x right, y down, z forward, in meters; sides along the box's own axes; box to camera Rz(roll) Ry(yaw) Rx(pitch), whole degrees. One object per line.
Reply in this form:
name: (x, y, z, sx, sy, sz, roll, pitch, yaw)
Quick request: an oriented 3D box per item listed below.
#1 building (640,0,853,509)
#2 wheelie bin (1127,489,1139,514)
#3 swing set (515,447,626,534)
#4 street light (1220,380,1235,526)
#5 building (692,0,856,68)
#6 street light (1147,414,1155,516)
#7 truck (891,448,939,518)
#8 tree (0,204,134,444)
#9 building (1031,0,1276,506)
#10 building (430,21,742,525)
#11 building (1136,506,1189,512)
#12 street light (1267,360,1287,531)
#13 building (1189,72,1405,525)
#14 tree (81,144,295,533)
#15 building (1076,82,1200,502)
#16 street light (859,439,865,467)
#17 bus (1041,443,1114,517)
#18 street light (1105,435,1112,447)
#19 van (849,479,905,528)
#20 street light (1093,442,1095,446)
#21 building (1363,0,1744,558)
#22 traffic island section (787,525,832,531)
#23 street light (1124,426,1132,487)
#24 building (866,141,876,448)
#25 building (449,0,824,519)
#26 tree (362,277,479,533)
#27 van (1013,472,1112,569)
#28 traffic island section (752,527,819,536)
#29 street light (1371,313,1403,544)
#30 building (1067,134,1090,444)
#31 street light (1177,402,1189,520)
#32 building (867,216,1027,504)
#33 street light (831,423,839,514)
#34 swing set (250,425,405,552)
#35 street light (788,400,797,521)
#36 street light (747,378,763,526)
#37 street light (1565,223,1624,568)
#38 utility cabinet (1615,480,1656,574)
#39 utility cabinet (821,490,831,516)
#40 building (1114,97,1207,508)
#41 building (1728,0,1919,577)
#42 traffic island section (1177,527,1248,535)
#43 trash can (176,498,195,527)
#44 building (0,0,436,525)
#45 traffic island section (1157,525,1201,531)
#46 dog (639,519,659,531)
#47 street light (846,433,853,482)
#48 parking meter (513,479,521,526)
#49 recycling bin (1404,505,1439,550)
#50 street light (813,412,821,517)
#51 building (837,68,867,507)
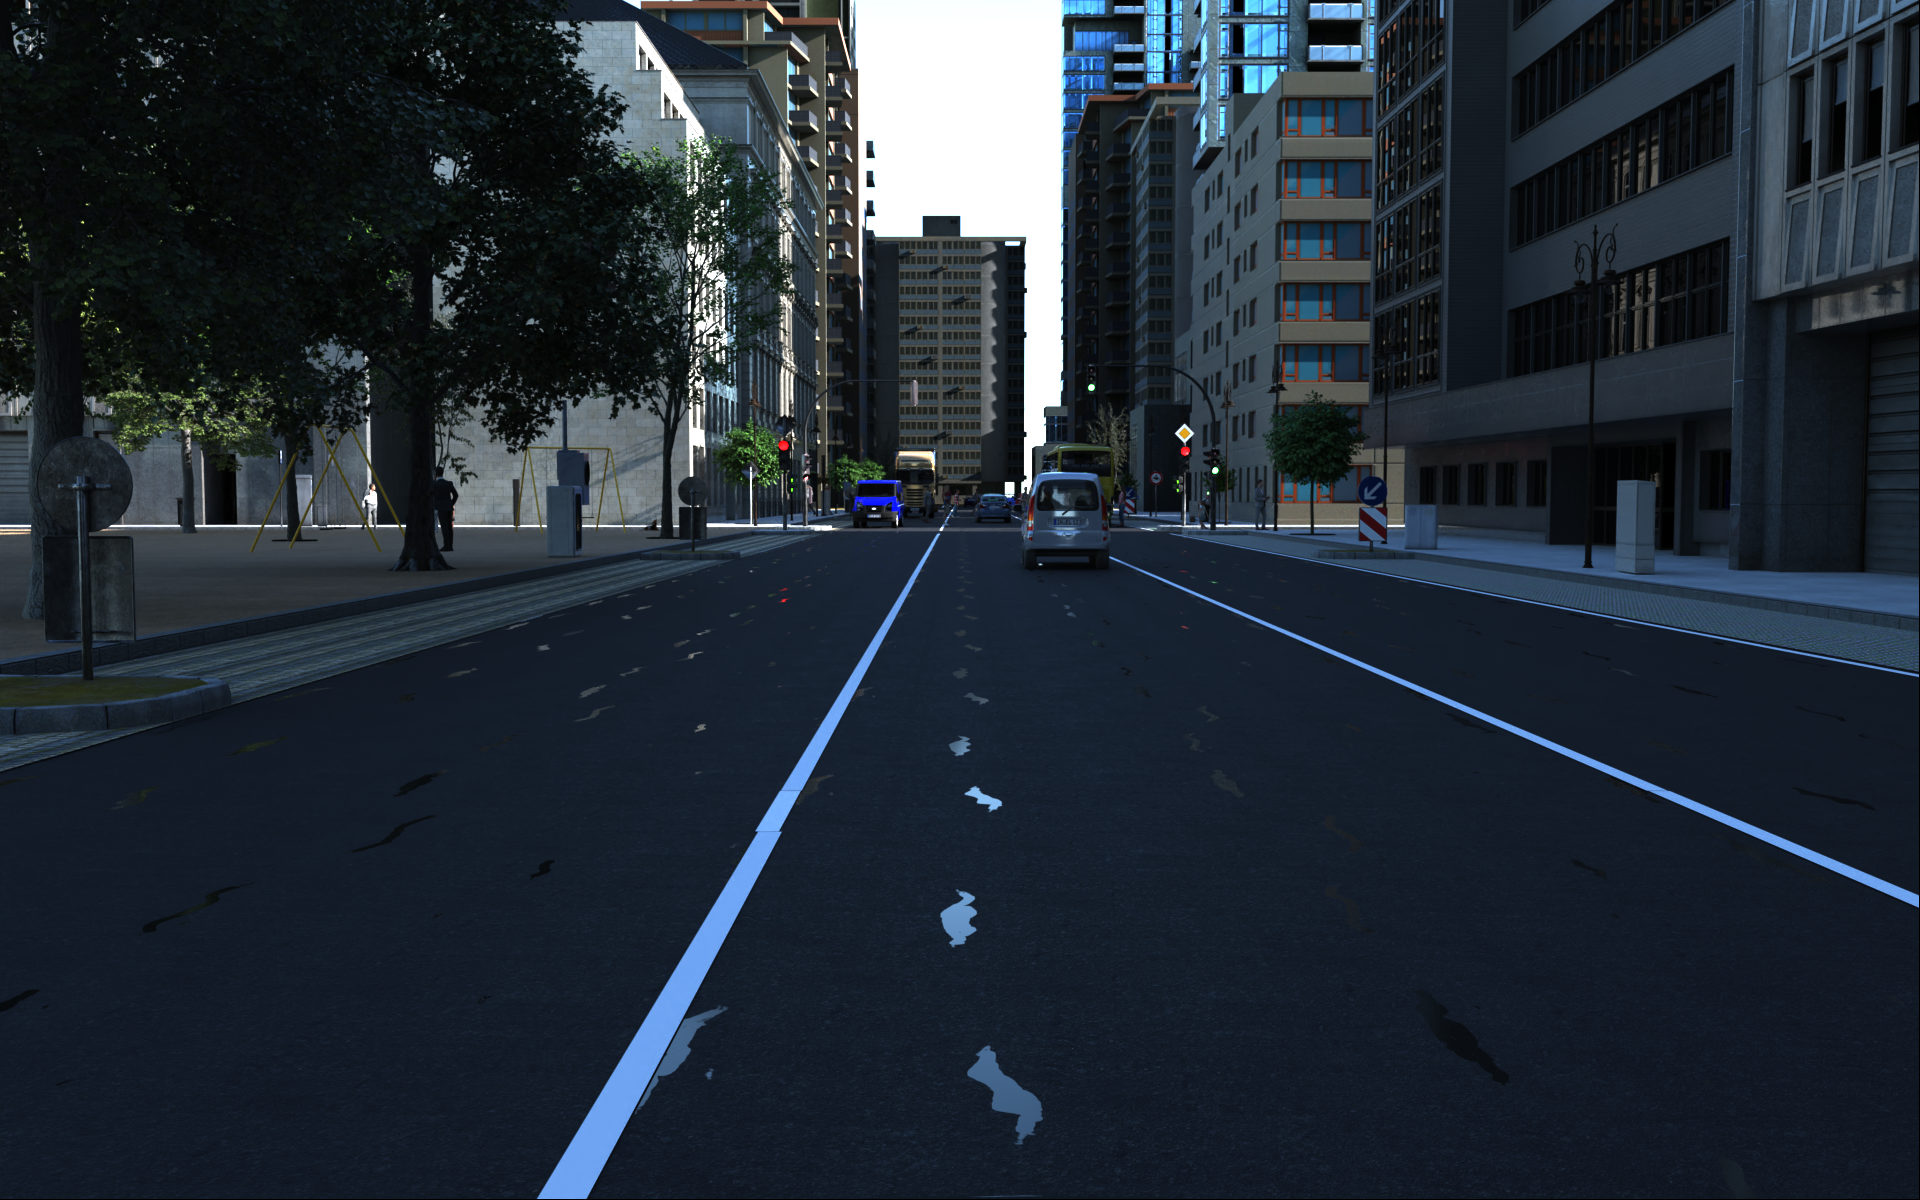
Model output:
building: (-21.349, -30.793, 158.096, 22.147, 44.769, 28.867, 0, 3, 0)
wheelie bin: (10.889, -6.249, 110.087, 0.980, 1.594, 0.693, 0, 4, 4)
swing set: (-13.147, -3.681, 57.804, 3.119, 2.851, 2.862, -2, 4, -31)
street light: (10.873, -5.978, 70.536, 0.468, 5.910, 1.993, 0, 3, 0)
building: (-25.101, -48.962, 238.775, 20.611, 71.187, 20.563, 0, 3, 0)
street light: (11.005, -7.768, 99.790, 0.468, 5.910, 1.993, 0, 3, 0)
truck: (-2.781, -7.229, 107.112, 2.839, 4.237, 11.283, 0, 4, -1)
tree: (-20.759, -5.462, 39.666, 4.737, 8.622, 4.395, 0, 3, 0)
building: (25.545, -56.660, 239.057, 31.000, 86.520, 22.319, 0, 3, 0)
building: (-16.233, -13.704, 78.809, 10.420, 20.320, 16.860, 0, 3, 0)
building: (24.399, -49.211, 117.276, 22.319, 86.520, 31.000, 0, 3, 0)
street light: (10.911, -5.317, 59.715, 0.468, 5.910, 1.993, 0, 3, 0)
building: (27.594, -14.678, 85.021, 28.899, 21.520, 27.650, 0, 3, 0)
tree: (-25.731, -8.457, 56.392, 7.486, 12.596, 7.792, 0, 3, 0)
building: (24.142, -32.662, 188.647, 22.147, 44.769, 28.867, 0, 3, 0)
street light: (-8.168, -10.434, 143.387, 0.468, 5.910, 1.993, 0, 3, 0)
bus: (5.621, -5.612, 83.298, 2.896, 3.916, 12.252, 0, 3, 0)
street light: (11.038, -9.576, 129.358, 0.468, 5.910, 1.993, 0, 3, 0)
van: (-3.486, -4.290, 74.519, 2.240, 2.365, 5.245, 0, 4, 2)
street light: (11.092, -10.459, 143.800, 0.468, 5.910, 1.993, 0, 3, 0)
building: (20.651, -13.737, 43.672, 14.314, 24.678, 30.058, 0, 3, 0)
traffic island section: (-6.191, -2.866, 69.138, 2.009, 0.180, 2.903, 0, 3, 0)
street light: (11.121, -8.693, 114.916, 0.468, 5.910, 1.993, 0, 3, 0)
building: (-25.473, -35.858, 205.892, 30.456, 49.044, 23.786, 0, 3, 0)
building: (-18.556, -20.339, 108.958, 17.030, 29.872, 44.131, 0, 3, 0)
tree: (-17.407, -6.524, 57.036, 4.360, 8.622, 3.978, 0, 3, 0)
van: (2.074, -1.689, 34.623, 2.013, 2.044, 4.112, 0, 4, 1)
traffic island section: (-6.199, -2.378, 61.153, 2.009, 0.180, 2.903, 0, 3, 0)
street light: (10.900, -4.376, 44.331, 0.468, 5.910, 1.993, 0, 3, 0)
building: (20.441, -34.284, 210.658, 14.600, 45.320, 14.200, 0, 3, 0)
street light: (10.963, -6.884, 85.348, 0.468, 5.910, 1.993, 0, 3, 0)
building: (-2.648, -33.795, 244.435, 23.993, 40.220, 32.217, 0, 3, 0)
street light: (-8.104, -8.575, 112.988, 0.468, 5.910, 1.993, 0, 3, 0)
swing set: (-14.351, -2.562, 39.514, 2.862, 2.851, 3.119, 0, 4, -4)
street light: (-8.162, -6.794, 83.876, 0.468, 5.910, 1.993, 0, 3, 0)
street light: (-8.215, -5.911, 69.434, 0.468, 5.910, 1.993, 0, 3, 0)
street light: (10.903, -3.492, 29.890, 0.468, 5.910, 1.993, 0, 3, 0)
utility cabinet: (10.951, -1.185, 28.053, 0.318, 1.500, 1.173, 0, 4, 6)
utility cabinet: (-7.918, -5.716, 102.142, 0.318, 1.500, 1.173, 1, 4, 8)
building: (29.355, -28.778, 162.400, 32.217, 40.220, 23.993, 0, 3, 0)
building: (19.040, -12.275, 18.721, 12.078, 24.808, 19.932, 0, 3, 0)
traffic island section: (8.943, -2.376, 61.135, 2.009, 0.180, 2.903, 0, 3, 0)
trash can: (-30.575, -3.472, 68.415, 0.748, 1.137, 0.748, 0, 3, 0)
building: (-34.159, -15.791, 76.211, 19.932, 24.808, 12.078, 0, 3, 0)
traffic island section: (8.950, -2.865, 69.120, 2.009, 0.180, 2.903, 0, 3, 0)
dog: (-10.881, -2.632, 60.765, 0.748, 0.427, 0.550, 0, 4, -5)
street light: (-8.193, -9.489, 127.937, 0.468, 5.910, 1.993, 0, 3, 0)
parking meter: (-17.610, -3.859, 68.810, 0.255, 1.863, 0.399, -1, 4, -12)
recycling bin: (10.744, -1.697, 40.306, 0.722, 1.027, 0.722, 1, 4, 18)
street light: (-8.128, -7.678, 98.317, 0.468, 5.910, 1.993, 0, 3, 0)
building: (-16.954, -32.383, 179.569, 14.600, 45.320, 14.200, 0, 3, 0)
